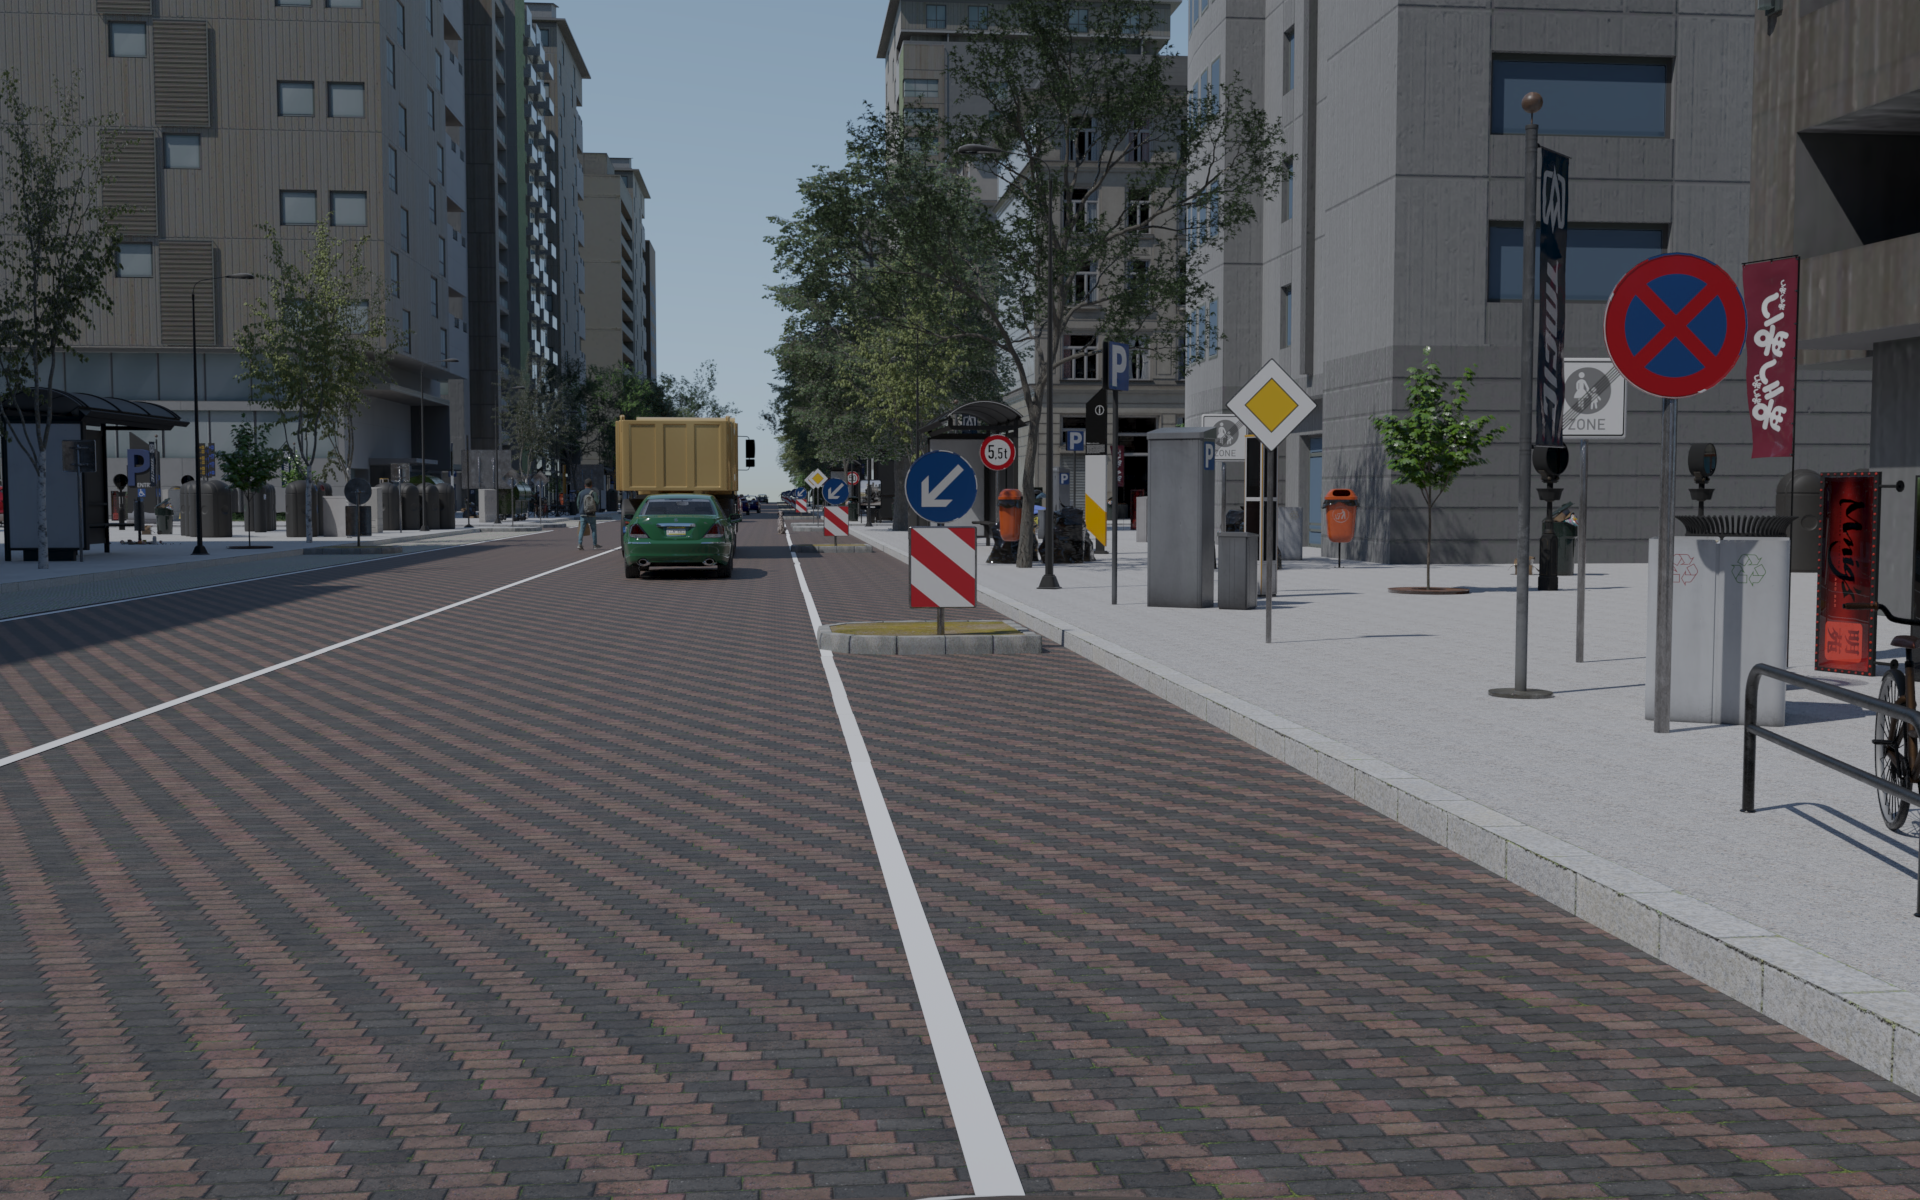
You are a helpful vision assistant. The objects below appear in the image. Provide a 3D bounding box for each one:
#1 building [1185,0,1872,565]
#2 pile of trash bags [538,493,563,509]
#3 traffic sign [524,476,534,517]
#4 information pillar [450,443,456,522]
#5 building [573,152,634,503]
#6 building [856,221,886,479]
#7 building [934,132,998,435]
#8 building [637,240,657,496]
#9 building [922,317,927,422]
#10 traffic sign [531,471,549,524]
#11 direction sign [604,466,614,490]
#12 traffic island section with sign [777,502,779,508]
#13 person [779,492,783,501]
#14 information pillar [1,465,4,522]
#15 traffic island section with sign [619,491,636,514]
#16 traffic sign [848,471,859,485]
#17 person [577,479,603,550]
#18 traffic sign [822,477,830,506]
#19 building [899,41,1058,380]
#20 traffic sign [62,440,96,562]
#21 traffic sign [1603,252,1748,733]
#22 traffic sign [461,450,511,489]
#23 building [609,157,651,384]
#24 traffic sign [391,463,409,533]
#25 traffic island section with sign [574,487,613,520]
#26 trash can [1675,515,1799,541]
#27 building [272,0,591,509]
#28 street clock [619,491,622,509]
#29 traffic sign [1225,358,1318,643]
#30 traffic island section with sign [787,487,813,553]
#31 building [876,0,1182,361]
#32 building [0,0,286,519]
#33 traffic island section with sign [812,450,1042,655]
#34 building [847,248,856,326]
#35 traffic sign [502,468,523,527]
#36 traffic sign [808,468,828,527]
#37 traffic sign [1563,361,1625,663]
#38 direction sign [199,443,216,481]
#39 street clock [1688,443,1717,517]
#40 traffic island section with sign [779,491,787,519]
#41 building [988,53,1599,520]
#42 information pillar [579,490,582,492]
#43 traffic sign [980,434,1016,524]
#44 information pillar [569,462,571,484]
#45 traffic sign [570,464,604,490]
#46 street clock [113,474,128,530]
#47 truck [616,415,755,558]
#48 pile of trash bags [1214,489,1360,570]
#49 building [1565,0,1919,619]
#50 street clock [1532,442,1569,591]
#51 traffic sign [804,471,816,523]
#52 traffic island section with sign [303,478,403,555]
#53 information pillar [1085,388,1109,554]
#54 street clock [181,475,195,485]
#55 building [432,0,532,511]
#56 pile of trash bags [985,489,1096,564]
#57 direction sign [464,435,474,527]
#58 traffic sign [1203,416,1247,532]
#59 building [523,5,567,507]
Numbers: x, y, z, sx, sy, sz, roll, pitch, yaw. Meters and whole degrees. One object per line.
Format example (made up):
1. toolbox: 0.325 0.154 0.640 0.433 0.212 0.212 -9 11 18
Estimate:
1. building: 16.763 -30.749 44.753 21.231 58.520 28.212 0 4 -6
2. pile of trash bags: -31.353 -7.398 130.717 3.447 1.369 1.912 0 4 2
3. traffic sign: -23.766 -5.705 95.405 0.606 2.300 0.079 0 4 1
4. information pillar: -23.082 -5.345 78.751 0.183 3.616 0.504 -1 4 -12
5. building: -58.315 -38.182 247.984 21.300 48.544 21.600 0 4 -6
6. building: -8.465 -35.139 258.120 14.154 41.232 14.086 0 4 -6
7. building: 5.492 -20.385 120.682 14.401 28.519 23.554 0 4 -6
8. building: -59.016 -39.405 294.382 14.600 45.320 14.200 0 4 -6
9. building: 2.072 -16.971 142.107 10.561 19.102 19.286 0 4 -6
10. traffic sign: -18.037 -4.331 74.449 0.795 2.450 0.064 0 4 -6
11. direction sign: -28.147 -8.979 138.807 0.876 3.537 0.379 -1 4 -14
12. traffic island section with sign: -12.028 -7.135 125.289 1.989 1.847 2.006 0 4 -6
13. person: -30.248 -17.406 293.907 1.217 1.723 0.721 1 4 12
14. information pillar: -23.724 -2.375 43.327 0.304 2.012 0.304 3 4 38
15. traffic island section with sign: -23.378 -7.058 124.019 1.989 1.847 2.006 0 4 -6
16. traffic sign: -6.038 -5.947 97.346 0.768 2.556 0.104 0 4 2
17. person: -9.525 -2.185 44.209 0.794 1.824 0.713 2 4 31
18. traffic sign: -9.695 -7.686 125.776 0.768 2.556 0.104 0 4 -6
19. building: 1.270 -29.193 160.899 14.154 41.232 14.086 0 4 -6
20. traffic sign: -16.611 -1.869 32.683 0.606 2.300 0.079 0 4 -3
21. traffic sign: 3.776 -0.559 9.243 0.768 2.556 0.104 0 4 -1
22. traffic sign: -21.767 -5.245 79.626 2.265 3.308 0.079 0 4 -2
23. building: -63.774 -41.803 272.720 28.713 52.752 27.495 0 4 -6
24. traffic sign: -18.544 -3.380 57.388 0.606 2.300 0.079 0 4 -2
25. traffic island section with sign: -20.452 -5.387 96.709 1.989 1.847 2.006 0 4 -6
26. trash can: 5.105 0.014 11.431 0.748 1.137 0.748 0 3 0
27. building: -56.112 -36.786 190.682 28.713 52.752 27.495 0 4 -6
28. street clock: -28.756 -8.709 146.962 0.471 2.002 0.358 -1 4 -12
29. traffic sign: 2.652 -0.835 14.831 0.795 2.450 0.064 0 4 -4
30. traffic island section with sign: -3.231 -2.115 43.211 1.989 1.847 2.006 0 4 -6
31. building: 6.410 -36.252 181.966 28.713 52.752 27.495 0 4 -6
32. building: -43.801 -31.130 98.215 28.713 52.752 27.495 0 4 -6
33. traffic island section with sign: -0.352 -0.476 16.410 1.989 1.847 2.006 0 4 -6
34. building: -7.903 -41.352 295.709 23.786 49.044 30.456 0 4 -6
35. traffic sign: -17.185 -3.845 66.510 0.795 2.450 0.064 0 4 -6
36. traffic sign: -5.555 -3.920 67.732 0.795 2.450 0.064 0 4 -6
37. traffic sign: 4.718 -0.672 13.119 0.606 2.300 0.079 0 4 -2
38. direction sign: -33.394 -5.192 76.879 0.876 3.537 0.379 1 4 20
39. street clock: 10.527 -1.225 24.604 0.358 2.002 0.471 3 5 45
40. traffic island section with sign: -9.157 -5.496 98.486 1.989 1.847 2.006 0 4 -6
41. building: 17.026 -15.895 93.161 30.059 22.955 16.112 0 4 -6
42. information pillar: -32.592 -8.800 148.371 0.304 2.012 0.304 3 4 37
43. traffic sign: 0.804 -2.258 37.022 0.768 2.556 0.104 0 4 1
44. information pillar: -28.224 -8.250 126.248 0.504 3.616 0.183 -2 4 -32
45. traffic sign: -25.477 -7.616 118.387 2.265 3.308 0.079 0 4 -1
46. street clock: -29.805 -3.484 61.542 0.471 2.002 0.358 -2 4 -33
47. truck: -6.765 -2.850 42.529 3.469 3.379 9.791 0 4 -7
48. pile of trash bags: 5.164 -1.241 30.042 3.447 1.369 1.912 1 4 10
49. building: 15.270 -14.894 15.225 14.160 30.474 14.107 0 4 -6
50. street clock: 7.816 -1.125 22.966 0.471 2.002 0.358 -2 4 -33
51. traffic sign: -6.407 -4.405 75.671 0.795 2.450 0.064 0 4 -6
52. traffic island section with sign: -14.549 -2.021 41.679 1.989 1.847 2.006 0 4 -6
53. information pillar: 2.926 -2.792 37.008 0.504 3.616 0.183 2 4 28
54. street clock: -29.181 -3.726 65.495 0.471 2.002 0.358 -1 4 -23
55. building: -41.020 -27.419 131.895 14.154 41.232 14.086 0 4 -6
56. pile of trash bags: 1.354 -1.364 32.058 1.912 1.369 3.447 1 4 17
57. direction sign: -18.908 -4.561 66.575 0.379 3.537 0.876 -1 4 -13
58. traffic sign: 3.395 -1.234 22.298 0.606 2.300 0.079 0 4 -6
59. building: -50.078 -33.162 161.803 23.786 49.044 30.456 0 4 -6
